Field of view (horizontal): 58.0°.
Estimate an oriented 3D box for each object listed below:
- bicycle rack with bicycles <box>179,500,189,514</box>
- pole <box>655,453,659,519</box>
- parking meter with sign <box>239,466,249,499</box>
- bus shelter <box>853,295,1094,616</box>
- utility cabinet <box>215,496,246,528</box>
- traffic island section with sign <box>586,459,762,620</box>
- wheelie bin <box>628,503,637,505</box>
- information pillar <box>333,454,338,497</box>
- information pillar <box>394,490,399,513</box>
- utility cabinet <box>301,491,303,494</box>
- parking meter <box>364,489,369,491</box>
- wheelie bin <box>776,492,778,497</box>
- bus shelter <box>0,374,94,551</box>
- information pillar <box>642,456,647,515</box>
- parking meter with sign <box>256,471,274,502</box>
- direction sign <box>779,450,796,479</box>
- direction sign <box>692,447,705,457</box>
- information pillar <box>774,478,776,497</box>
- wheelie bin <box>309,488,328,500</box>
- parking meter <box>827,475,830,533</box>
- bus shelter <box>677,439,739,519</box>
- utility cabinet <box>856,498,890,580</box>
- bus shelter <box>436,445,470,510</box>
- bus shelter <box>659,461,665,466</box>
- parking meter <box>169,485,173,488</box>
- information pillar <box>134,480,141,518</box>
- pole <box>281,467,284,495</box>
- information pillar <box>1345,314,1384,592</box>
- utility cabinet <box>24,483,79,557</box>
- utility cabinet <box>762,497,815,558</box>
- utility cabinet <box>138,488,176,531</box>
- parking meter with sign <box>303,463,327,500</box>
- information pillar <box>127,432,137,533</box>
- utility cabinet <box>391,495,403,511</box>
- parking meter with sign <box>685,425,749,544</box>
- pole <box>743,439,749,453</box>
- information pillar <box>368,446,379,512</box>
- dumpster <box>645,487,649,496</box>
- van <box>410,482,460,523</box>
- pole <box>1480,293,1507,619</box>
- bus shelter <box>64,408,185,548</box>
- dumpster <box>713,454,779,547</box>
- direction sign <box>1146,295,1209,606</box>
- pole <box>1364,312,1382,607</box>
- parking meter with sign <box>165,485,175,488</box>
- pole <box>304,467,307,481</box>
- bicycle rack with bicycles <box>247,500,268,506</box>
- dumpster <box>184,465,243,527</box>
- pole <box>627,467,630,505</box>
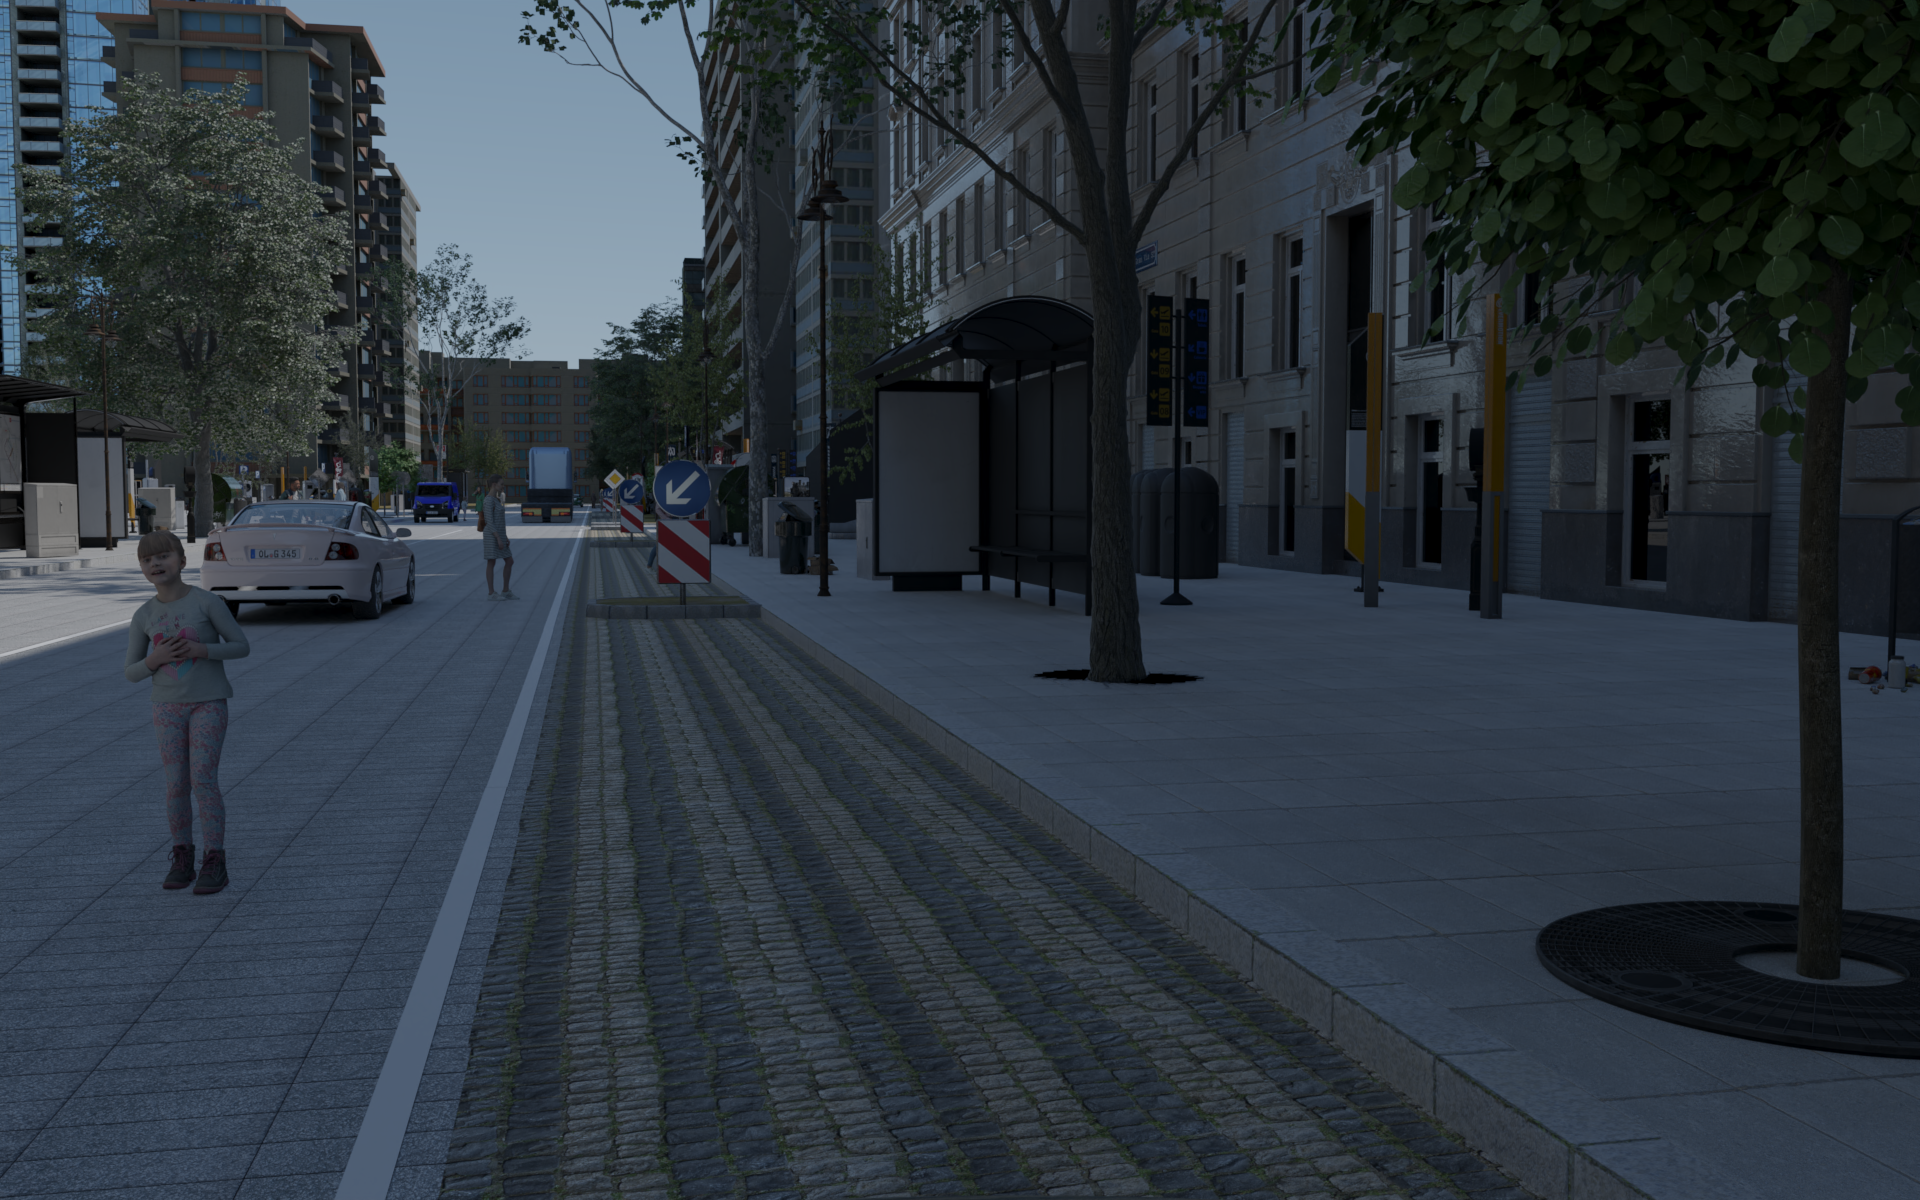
[{"bbox_3d":[-50.711,-5.939,110.491,2.925,0.926,2.852,2,4,28],"label":"bicycle rack with bicycles"},{"bbox_3d":[-15.146,-5.671,86.559,0.158,3.312,0.155,0,3,0],"label":"pole"},{"bbox_3d":[-43.717,-6.672,105.340,0.543,3.016,1.738,-1,4,-10],"label":"parking meter with sign"},{"bbox_3d":[0.163,-1.617,20.369,2.014,3.302,5.546,-1,4,-12],"label":"bus shelter"},{"bbox_3d":[-26.697,-3.195,63.400,1.020,1.237,0.306,-3,4,-37],"label":"utility cabinet"},{"bbox_3d":[-3.447,-0.734,20.631,1.989,1.847,2.006,-1,4,-12],"label":"traffic island section with sign"},{"bbox_3d":[-23.308,-7.063,123.392,0.693,1.594,0.980,2,4,32],"label":"wheelie bin"},{"bbox_3d":[-36.061,-6.651,100.098,0.183,3.616,0.504,0,4,7],"label":"information pillar"},{"bbox_3d":[-37.657,-6.803,115.726,0.304,2.012,0.304,-1,4,-8],"label":"information pillar"},{"bbox_3d":[-42.663,-6.294,111.582,1.173,1.500,0.318,2,4,28],"label":"utility cabinet"},{"bbox_3d":[-29.393,-4.742,85.943,0.372,1.533,0.369,0,3,0],"label":"parking meter"},{"bbox_3d":[-12.210,-6.404,112.619,0.980,1.594,0.693,-2,4,-30],"label":"wheelie bin"},{"bbox_3d":[-20.156,-2.786,36.830,1.731,3.624,6.357,-1,4,-12],"label":"bus shelter"},{"bbox_3d":[-19.605,-7.089,107.266,0.183,3.616,0.504,1,4,11],"label":"information pillar"},{"bbox_3d":[-52.252,-8.235,130.896,0.543,3.016,1.738,3,4,37],"label":"parking meter with sign"},{"bbox_3d":[-8.788,-5.894,88.357,0.876,3.537,0.379,-1,4,-18],"label":"direction sign"},{"bbox_3d":[-12.759,-5.638,84.171,0.876,3.537,0.379,2,4,27],"label":"direction sign"},{"bbox_3d":[-8.797,-4.683,81.056,0.304,2.012,0.304,-3,4,-39],"label":"information pillar"},{"bbox_3d":[-31.618,-4.744,85.466,0.693,1.594,0.980,1,4,20],"label":"wheelie bin"},{"bbox_3d":[-3.792,-2.792,51.363,0.255,1.863,0.399,0,4,6],"label":"parking meter"},{"bbox_3d":[-9.661,-4.425,66.276,2.014,3.302,5.546,-1,4,-12],"label":"bus shelter"},{"bbox_3d":[-1.322,-0.920,26.199,0.306,1.237,1.020,-1,4,-17],"label":"utility cabinet"},{"bbox_3d":[-42.175,-10.185,144.158,2.179,5.291,8.768,-1,4,-12],"label":"bus shelter"},{"bbox_3d":[-16.728,-6.537,100.796,2.014,3.302,5.546,-1,4,-12],"label":"bus shelter"},{"bbox_3d":[-52.750,-6.735,115.828,0.255,1.863,0.399,-1,4,-19],"label":"parking meter"},{"bbox_3d":[-44.400,-5.444,93.493,0.304,2.012,0.304,3,4,37],"label":"information pillar"},{"bbox_3d":[-51.317,-8.404,131.249,0.158,3.312,0.155,0,3,0],"label":"pole"},{"bbox_3d":[5.285,-1.911,22.597,0.504,3.616,0.183,-1,4,-14],"label":"information pillar"},{"bbox_3d":[-18.394,-1.615,35.092,0.318,1.500,1.173,1,4,10],"label":"utility cabinet"},{"bbox_3d":[-3.464,-1.458,34.994,1.020,1.237,0.306,-2,4,-29],"label":"utility cabinet"},{"bbox_3d":[-27.840,-3.141,60.027,1.173,1.500,0.318,0,4,5],"label":"utility cabinet"},{"bbox_3d":[-36.389,-6.157,96.923,1.738,3.016,0.543,-3,4,-38],"label":"parking meter with sign"},{"bbox_3d":[-27.114,-3.993,56.638,0.183,3.616,0.504,-1,4,-14],"label":"information pillar"},{"bbox_3d":[-44.061,-7.608,135.555,0.306,1.237,1.020,2,4,30],"label":"utility cabinet"},{"bbox_3d":[-6.120,-2.933,44.214,1.738,3.016,0.543,-1,4,-13],"label":"parking meter with sign"},{"bbox_3d":[-7.901,-4.296,64.081,0.158,3.312,0.155,0,3,0],"label":"pole"},{"bbox_3d":[-28.730,-5.719,84.855,0.183,3.616,0.504,3,4,36],"label":"information pillar"},{"bbox_3d":[-25.723,-8.398,139.796,1.502,2.255,1.985,-1,4,-12],"label":"dumpster"},{"bbox_3d":[-26.493,-5.093,87.650,2.240,2.365,5.245,-1,4,-12],"label":"van"},{"bbox_3d":[5.473,-1.462,17.750,0.158,3.312,0.155,0,3,0],"label":"pole"},{"bbox_3d":[-21.236,-3.045,43.715,2.014,3.302,5.546,-1,4,-12],"label":"bus shelter"},{"bbox_3d":[-5.318,-2.477,42.987,1.502,2.255,1.985,-1,4,-12],"label":"dumpster"},{"bbox_3d":[2.512,-1.713,20.000,0.876,3.537,0.379,-2,4,-31],"label":"direction sign"},{"bbox_3d":[4.672,-1.575,19.594,0.158,3.312,0.155,0,3,0],"label":"pole"},{"bbox_3d":[-63.481,-8.741,139.179,1.738,3.016,0.543,-1,4,-10],"label":"parking meter with sign"},{"bbox_3d":[-48.631,-8.249,128.716,0.158,3.312,0.155,0,3,0],"label":"pole"},{"bbox_3d":[-41.128,-5.334,100.591,2.925,0.926,2.852,0,4,8],"label":"bicycle rack with bicycles"},{"bbox_3d":[-24.991,-3.394,57.978,1.502,2.255,1.985,-1,4,-12],"label":"dumpster"},{"bbox_3d":[-24.140,-8.089,126.103,0.158,3.312,0.155,0,3,0],"label":"pole"}]
